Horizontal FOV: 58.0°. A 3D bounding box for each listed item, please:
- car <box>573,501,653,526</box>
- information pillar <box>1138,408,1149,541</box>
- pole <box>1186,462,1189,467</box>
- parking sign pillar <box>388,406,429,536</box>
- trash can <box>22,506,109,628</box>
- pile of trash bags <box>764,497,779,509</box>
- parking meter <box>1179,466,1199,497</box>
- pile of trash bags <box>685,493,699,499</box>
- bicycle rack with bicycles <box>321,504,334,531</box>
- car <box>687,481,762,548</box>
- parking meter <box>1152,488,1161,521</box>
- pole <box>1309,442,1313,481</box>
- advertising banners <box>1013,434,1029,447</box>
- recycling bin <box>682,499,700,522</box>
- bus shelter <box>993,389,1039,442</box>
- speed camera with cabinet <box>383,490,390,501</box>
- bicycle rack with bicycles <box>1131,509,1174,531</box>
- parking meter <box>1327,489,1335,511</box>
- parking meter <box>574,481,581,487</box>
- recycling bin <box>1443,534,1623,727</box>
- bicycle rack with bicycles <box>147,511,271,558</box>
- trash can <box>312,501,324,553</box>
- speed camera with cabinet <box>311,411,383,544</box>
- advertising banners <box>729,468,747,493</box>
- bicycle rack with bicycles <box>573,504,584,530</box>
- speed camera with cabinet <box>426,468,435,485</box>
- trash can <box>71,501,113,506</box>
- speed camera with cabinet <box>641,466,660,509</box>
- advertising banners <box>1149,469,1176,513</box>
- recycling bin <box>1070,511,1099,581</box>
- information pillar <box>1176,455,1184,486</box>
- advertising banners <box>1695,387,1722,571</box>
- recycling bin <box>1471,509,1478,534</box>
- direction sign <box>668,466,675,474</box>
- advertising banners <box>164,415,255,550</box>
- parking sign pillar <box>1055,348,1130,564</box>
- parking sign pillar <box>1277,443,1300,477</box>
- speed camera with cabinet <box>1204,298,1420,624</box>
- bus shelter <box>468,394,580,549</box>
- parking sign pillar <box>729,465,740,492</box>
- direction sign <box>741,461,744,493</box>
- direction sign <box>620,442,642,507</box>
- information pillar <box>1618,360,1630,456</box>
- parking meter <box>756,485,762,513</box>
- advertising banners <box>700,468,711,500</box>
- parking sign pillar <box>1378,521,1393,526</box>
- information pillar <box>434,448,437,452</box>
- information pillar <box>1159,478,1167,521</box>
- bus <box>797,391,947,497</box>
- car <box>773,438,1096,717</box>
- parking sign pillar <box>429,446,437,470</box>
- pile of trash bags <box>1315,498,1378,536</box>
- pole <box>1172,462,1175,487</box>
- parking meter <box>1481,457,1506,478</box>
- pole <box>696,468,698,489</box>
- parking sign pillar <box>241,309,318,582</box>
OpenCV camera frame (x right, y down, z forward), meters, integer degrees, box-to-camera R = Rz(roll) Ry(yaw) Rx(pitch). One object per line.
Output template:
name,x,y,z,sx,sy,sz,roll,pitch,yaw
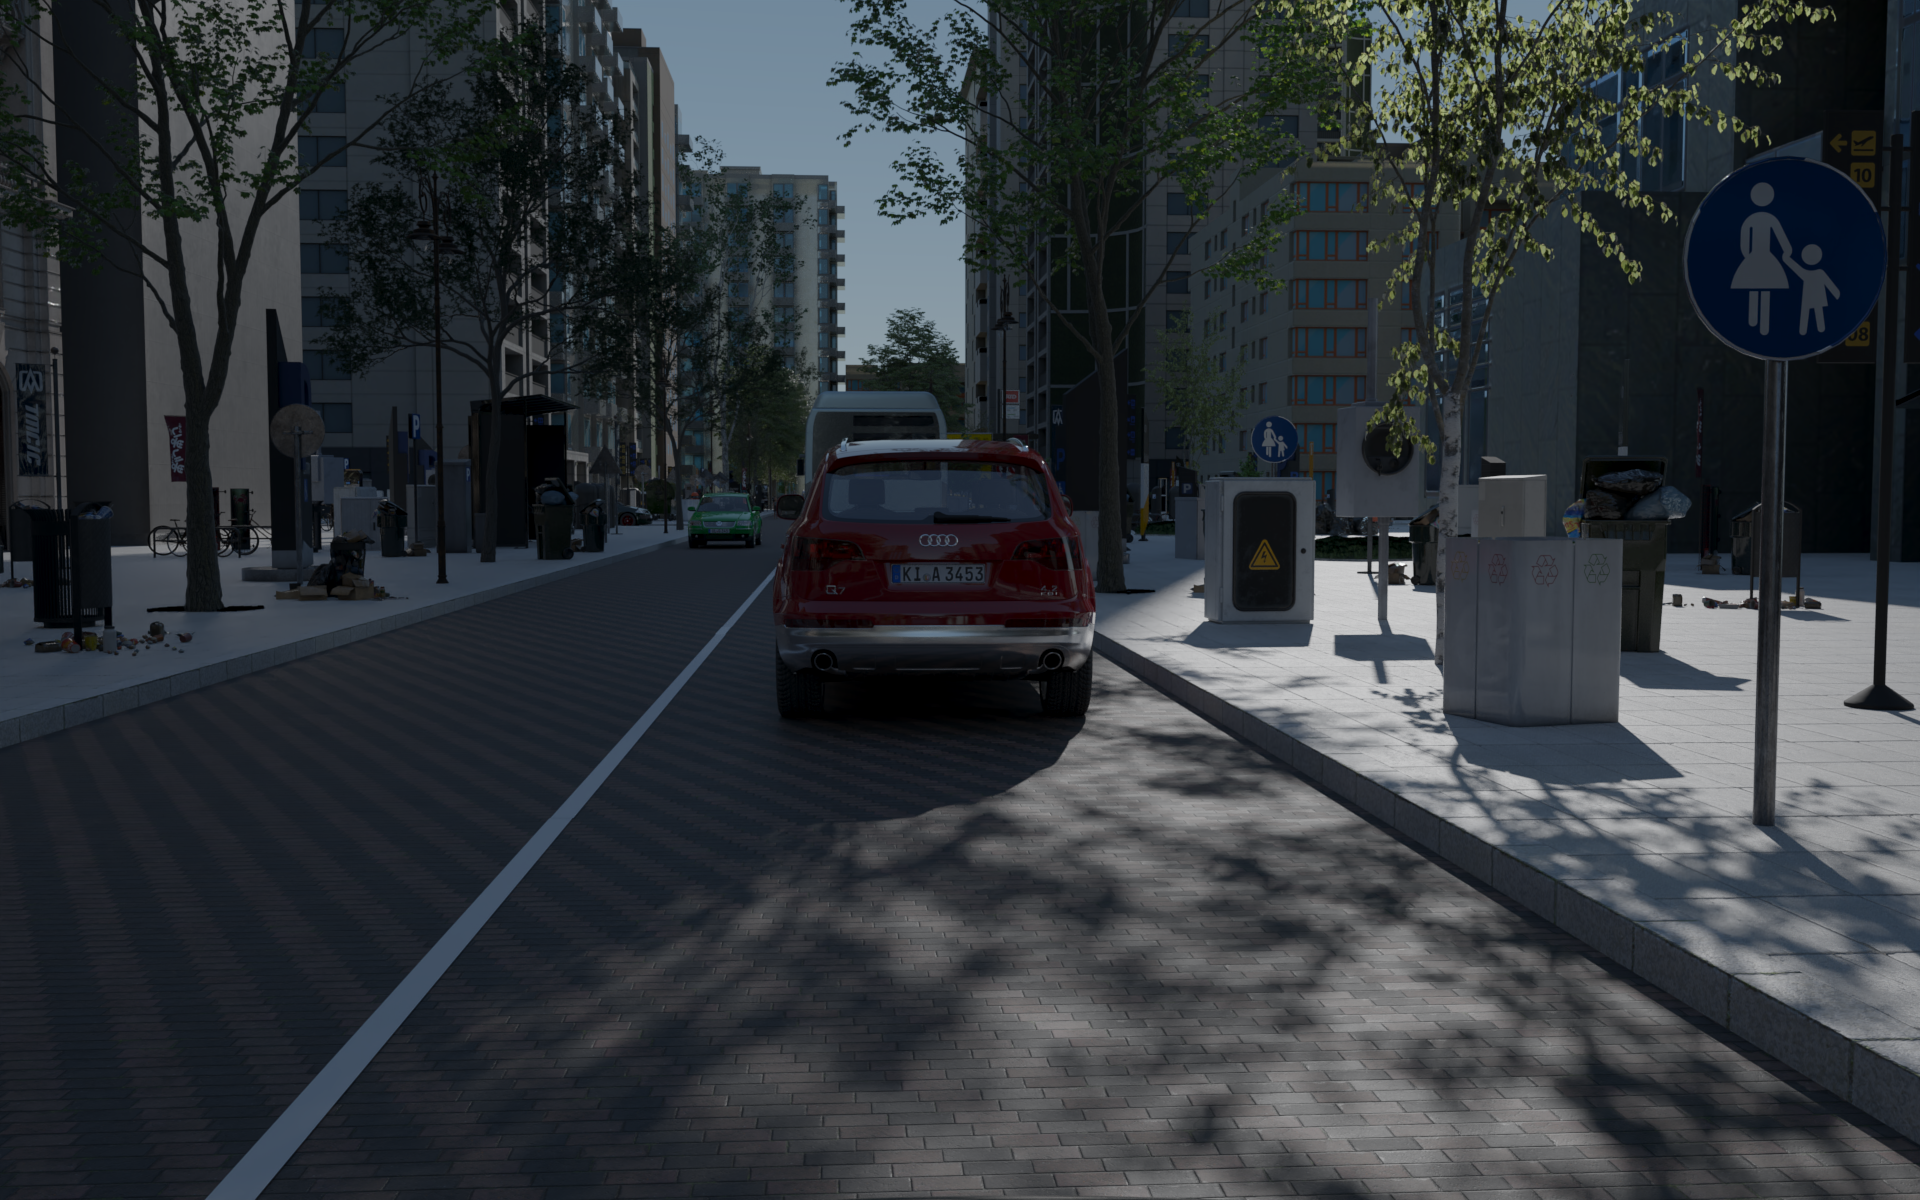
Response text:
car,-14.974,-3.822,72.271,4.222,1.686,2.009,0,4,-2
information pillar,5.027,-3.412,47.144,0.183,3.616,0.504,1,4,23
pole,14.362,-7.058,109.243,0.158,3.312,0.155,0,3,0
parking sign pillar,-17.482,-4.001,53.893,1.447,3.967,1.447,-2,4,-24
trash can,-8.615,-0.310,16.724,0.748,1.137,0.748,0,3,0
pile of trash bags,-17.085,-8.499,148.712,3.447,1.369,1.912,-1,4,-9
parking meter,4.806,-1.877,36.407,0.399,1.863,0.255,1,4,18
pile of trash bags,-14.796,-5.386,97.817,1.912,1.369,3.447,-1,4,-17
bicycle rack with bicycles,-22.392,-2.865,60.221,2.852,0.926,2.925,-3,5,-44
car,-6.401,-2.359,47.365,1.959,1.807,4.718,0,4,-3
parking meter,7.874,-3.727,69.340,0.372,1.533,0.369,0,3,0
pole,13.681,-4.505,67.507,0.158,3.312,0.155,0,3,0
advertising banners,2.429,-3.312,50.347,2.074,3.025,0.090,2,4,33
recycling bin,-12.698,-4.202,81.257,0.722,1.027,0.722,-3,5,-42
bus shelter,1.399,-5.274,63.858,2.179,5.291,8.768,0,4,-4
speed camera with cabinet,-27.814,-5.453,83.500,2.038,3.252,0.660,0,4,-7
bicycle rack with bicycles,5.751,-2.753,58.387,2.925,0.926,2.852,0,4,8
parking meter,17.490,-4.484,81.726,0.372,1.533,0.369,0,3,0
parking meter,-17.008,-4.369,77.150,0.255,1.863,0.399,1,4,15
recycling bin,3.270,0.161,9.926,0.722,1.027,0.722,-1,4,-19
bicycle rack with bicycles,-15.431,-1.371,35.801,2.925,0.926,2.852,0,4,5
trash can,-14.324,-1.610,37.976,0.748,1.137,0.748,0,3,0
speed camera with cabinet,-14.582,-2.848,40.903,2.038,3.252,0.660,3,5,39
advertising banners,-14.700,-7.207,114.019,0.090,3.025,2.074,2,4,35
bicycle rack with bicycles,-14.291,-2.926,61.226,2.852,0.926,2.925,-1,4,-20
speed camera with cabinet,-34.426,-7.151,111.260,2.038,3.252,0.660,3,4,37
trash can,-17.374,-1.409,34.691,0.748,1.137,0.748,0,3,0
speed camera with cabinet,-21.595,-7.720,120.563,2.038,3.252,0.660,-1,4,-19
advertising banners,13.769,-7.437,117.785,2.074,3.025,0.090,1,4,22
recycling bin,1.670,-0.808,25.771,0.722,1.027,0.722,-2,4,-29
information pillar,13.257,-6.922,104.527,0.504,3.616,0.183,1,4,9
advertising banners,12.577,-2.016,29.151,0.090,3.025,2.074,2,4,34
recycling bin,8.914,-0.976,28.504,0.722,1.027,0.722,-1,4,-21
direction sign,-23.892,-9.260,143.391,0.379,3.537,0.876,-3,5,-41
advertising banners,-16.974,-2.630,39.185,0.090,3.025,2.074,3,4,37
parking sign pillar,2.425,-2.662,31.996,1.447,3.967,1.447,-2,4,-26
parking sign pillar,12.478,-4.728,65.777,1.447,3.967,1.447,-1,4,-9
speed camera with cabinet,3.516,-1.405,17.315,2.038,3.252,0.660,0,4,-8
bus shelter,-10.879,-3.203,43.654,1.731,3.624,6.357,0,4,-4
parking sign pillar,-18.225,-9.157,138.194,1.447,3.967,1.447,-1,4,-18
direction sign,-14.835,-7.725,118.297,0.379,3.537,0.876,-1,4,-16
direction sign,-14.548,-5.129,75.864,0.876,3.537,0.379,-3,5,-43
information pillar,11.662,-2.393,30.476,0.183,3.616,0.504,1,4,12
parking meter,-13.532,-6.765,116.325,0.255,1.863,0.399,-3,4,-39
advertising banners,-16.631,-7.189,113.731,0.090,3.025,2.074,1,4,14
parking sign pillar,16.704,-4.970,69.725,1.447,3.967,1.447,-2,4,-26
information pillar,-24.594,-5.514,81.508,0.504,3.616,0.183,2,4,26
information pillar,9.419,-4.650,80.512,0.304,2.012,0.304,-1,4,-9
bus,-2.090,-2.616,37.636,2.948,3.499,13.247,0,4,-5
car,-0.240,-0.246,12.693,2.281,1.827,5.304,0,4,-3
parking sign pillar,-23.389,-5.366,76.210,1.447,3.967,1.447,1,4,20
pile of trash bags,12.267,-2.701,53.918,1.912,1.369,3.447,-1,4,-15
pole,13.525,-7.099,109.916,0.158,3.312,0.155,0,3,0
parking meter,8.295,-1.300,26.974,0.255,1.863,0.399,-1,4,-9
pole,-20.714,-8.732,136.617,0.158,3.312,0.155,0,3,0
parking sign pillar,-10.022,-2.291,25.927,1.447,3.967,1.447,-1,4,-13
